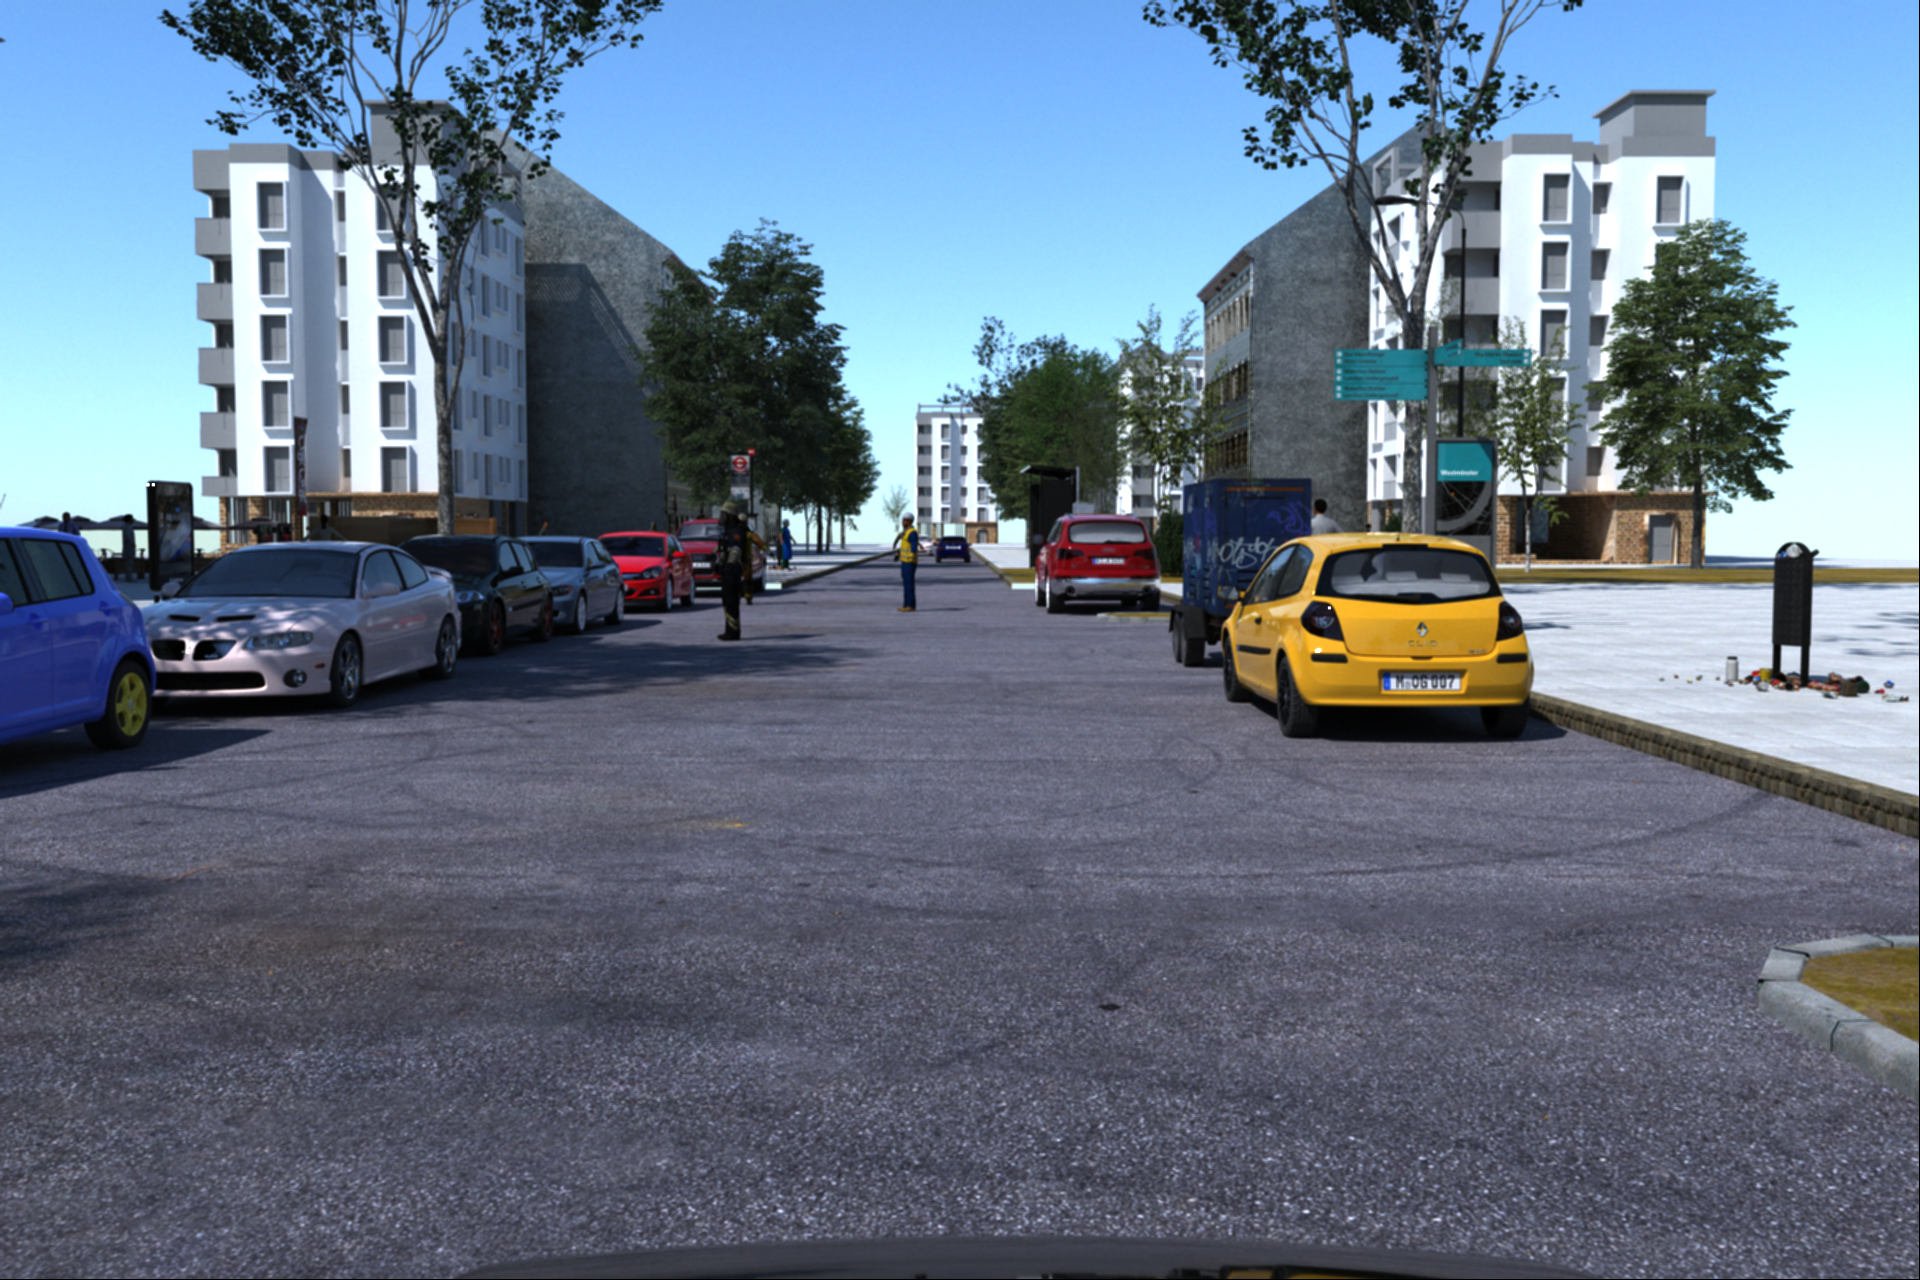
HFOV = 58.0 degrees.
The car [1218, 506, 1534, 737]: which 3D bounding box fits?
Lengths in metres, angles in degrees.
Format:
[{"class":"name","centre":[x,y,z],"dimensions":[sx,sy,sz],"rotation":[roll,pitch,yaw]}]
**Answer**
[{"class":"car","centre":[3.123,-0.208,13.625],"dimensions":[2.015,1.641,3.980],"rotation":[0,3,0]}]

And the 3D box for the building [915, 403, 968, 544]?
[{"class":"building","centre":[-6.008,-23.486,242.873],"dimensions":[11.380,20.090,16.016],"rotation":[1,4,8]}]

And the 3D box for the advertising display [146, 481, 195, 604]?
[{"class":"advertising display","centre":[-9.701,-0.986,21.327],"dimensions":[0.123,1.923,0.974],"rotation":[0,4,1]}]

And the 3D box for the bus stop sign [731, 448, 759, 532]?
[{"class":"bus stop sign","centre":[-6.663,-3.973,53.657],"dimensions":[0.855,3.939,0.416],"rotation":[0,3,0]}]

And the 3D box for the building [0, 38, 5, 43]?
[{"class":"building","centre":[-31.668,-11.824,33.978],"dimensions":[13.314,22.015,24.055],"rotation":[0,4,-1]}]

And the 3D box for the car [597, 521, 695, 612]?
[{"class":"car","centre":[-6.198,-1.465,32.995],"dimensions":[2.155,1.783,4.494],"rotation":[0,3,0]}]

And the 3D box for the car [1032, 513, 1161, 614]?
[{"class":"car","centre":[2.546,-1.473,32.763],"dimensions":[2.281,1.827,5.304],"rotation":[0,4,-1]}]

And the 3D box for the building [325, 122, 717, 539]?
[{"class":"building","centre":[-25.155,-16.563,101.732],"dimensions":[19.493,23.208,18.063],"rotation":[0,4,0]}]

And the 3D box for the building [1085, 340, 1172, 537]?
[{"class":"building","centre":[21.195,-22.917,205.625],"dimensions":[19.493,23.208,18.063],"rotation":[0,4,0]}]

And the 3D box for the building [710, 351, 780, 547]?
[{"class":"building","centre":[-28.813,-21.383,180.542],"dimensions":[19.493,23.208,18.063],"rotation":[0,4,-1]}]

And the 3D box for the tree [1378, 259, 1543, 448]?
[{"class":"tree","centre":[12.837,-5.900,46.827],"dimensions":[4.360,8.622,3.978],"rotation":[0,3,0]}]

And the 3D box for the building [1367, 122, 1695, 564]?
[{"class":"building","centre":[25.735,-14.046,86.066],"dimensions":[16.016,20.090,11.380],"rotation":[0,4,0]}]

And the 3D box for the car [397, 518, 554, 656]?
[{"class":"car","centre":[-6.304,-0.722,21.596],"dimensions":[2.009,1.686,4.222],"rotation":[0,3,0]}]

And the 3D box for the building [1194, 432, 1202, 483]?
[{"class":"building","centre":[23.693,-11.310,127.072],"dimensions":[9.099,9.664,28.070],"rotation":[0,4,0]}]

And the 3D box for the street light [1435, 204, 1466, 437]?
[{"class":"street light","centre":[7.460,-3.143,23.928],"dimensions":[1.470,5.913,1.316],"rotation":[0,4,-1]}]

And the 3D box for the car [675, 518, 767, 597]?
[{"class":"car","centre":[-5.816,-1.983,41.092],"dimensions":[2.281,1.827,5.304],"rotation":[0,4,0]}]

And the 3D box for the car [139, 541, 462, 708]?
[{"class":"car","centre":[-5.956,-0.207,15.742],"dimensions":[2.083,1.381,4.827],"rotation":[0,3,0]}]

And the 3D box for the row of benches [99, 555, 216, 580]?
[{"class":"row of benches","centre":[-23.161,-2.111,49.973],"dimensions":[1.422,0.672,4.104],"rotation":[1,4,18]}]

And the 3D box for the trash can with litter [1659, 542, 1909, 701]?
[{"class":"trash can with litter","centre":[6.949,-0.198,14.297],"dimensions":[1.678,1.210,2.233],"rotation":[0,3,0]}]

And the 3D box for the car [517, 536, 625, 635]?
[{"class":"car","centre":[-6.233,-0.864,26.134],"dimensions":[2.014,1.417,4.499],"rotation":[0,4,0]}]

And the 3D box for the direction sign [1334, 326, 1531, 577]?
[{"class":"direction sign","centre":[6.085,-2.022,21.823],"dimensions":[2.525,3.948,1.411],"rotation":[0,4,0]}]

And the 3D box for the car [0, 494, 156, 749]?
[{"class":"car","centre":[-6.375,-0.043,10.301],"dimensions":[1.945,1.707,3.694],"rotation":[0,4,0]}]

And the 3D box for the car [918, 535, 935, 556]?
[{"class":"car","centre":[-2.657,-6.174,113.301],"dimensions":[2.083,1.381,4.827],"rotation":[0,4,-1]}]

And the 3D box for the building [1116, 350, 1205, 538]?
[{"class":"building","centre":[21.337,-19.665,177.934],"dimensions":[16.016,20.090,11.380],"rotation":[0,3,0]}]

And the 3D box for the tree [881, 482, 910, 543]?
[{"class":"tree","centre":[-8.411,-17.804,241.456],"dimensions":[4.360,8.622,3.978],"rotation":[0,3,0]}]

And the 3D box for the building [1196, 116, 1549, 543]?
[{"class":"building","centre":[24.645,-16.487,100.484],"dimensions":[19.493,23.208,18.063],"rotation":[0,3,0]}]

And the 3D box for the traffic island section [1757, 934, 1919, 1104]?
[{"class":"traffic island section","centre":[3.401,1.102,4.847],"dimensions":[1.991,0.108,1.994],"rotation":[0,4,-1]}]

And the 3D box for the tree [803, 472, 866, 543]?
[{"class":"tree","centre":[-17.869,-20.015,237.610],"dimensions":[12.009,13.543,11.850],"rotation":[0,3,0]}]

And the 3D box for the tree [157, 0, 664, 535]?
[{"class":"tree","centre":[-13.570,-11.274,40.224],"dimensions":[12.611,20.169,13.585],"rotation":[0,3,0]}]

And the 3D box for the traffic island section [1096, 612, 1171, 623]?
[{"class":"traffic island section","centre":[3.305,-0.370,28.913],"dimensions":[1.991,0.108,1.994],"rotation":[0,4,-1]}]

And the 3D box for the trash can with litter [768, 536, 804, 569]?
[{"class":"trash can with litter","centre":[-6.513,-3.231,63.876],"dimensions":[1.678,1.210,2.233],"rotation":[0,3,0]}]

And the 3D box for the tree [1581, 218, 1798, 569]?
[{"class":"tree","centre":[26.605,-8.870,63.158],"dimensions":[7.486,12.596,7.792],"rotation":[0,3,0]}]

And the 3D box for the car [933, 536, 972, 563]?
[{"class":"car","centre":[-0.362,-4.548,86.933],"dimensions":[1.945,1.354,3.894],"rotation":[0,4,-1]}]

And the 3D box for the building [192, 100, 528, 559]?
[{"class":"building","centre":[-27.485,-13.487,76.939],"dimensions":[16.016,20.090,11.380],"rotation":[0,4,1]}]

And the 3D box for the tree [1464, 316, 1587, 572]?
[{"class":"tree","centre":[18.885,-6.563,57.672],"dimensions":[4.737,8.622,4.395],"rotation":[0,3,0]}]

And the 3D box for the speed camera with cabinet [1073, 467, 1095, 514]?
[{"class":"speed camera with cabinet","centre":[3.667,-3.411,50.110],"dimensions":[0.660,3.252,2.038],"rotation":[0,4,-2]}]

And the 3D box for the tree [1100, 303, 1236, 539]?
[{"class":"tree","centre":[6.696,-6.471,56.169],"dimensions":[4.737,8.622,4.395],"rotation":[0,3,0]}]
